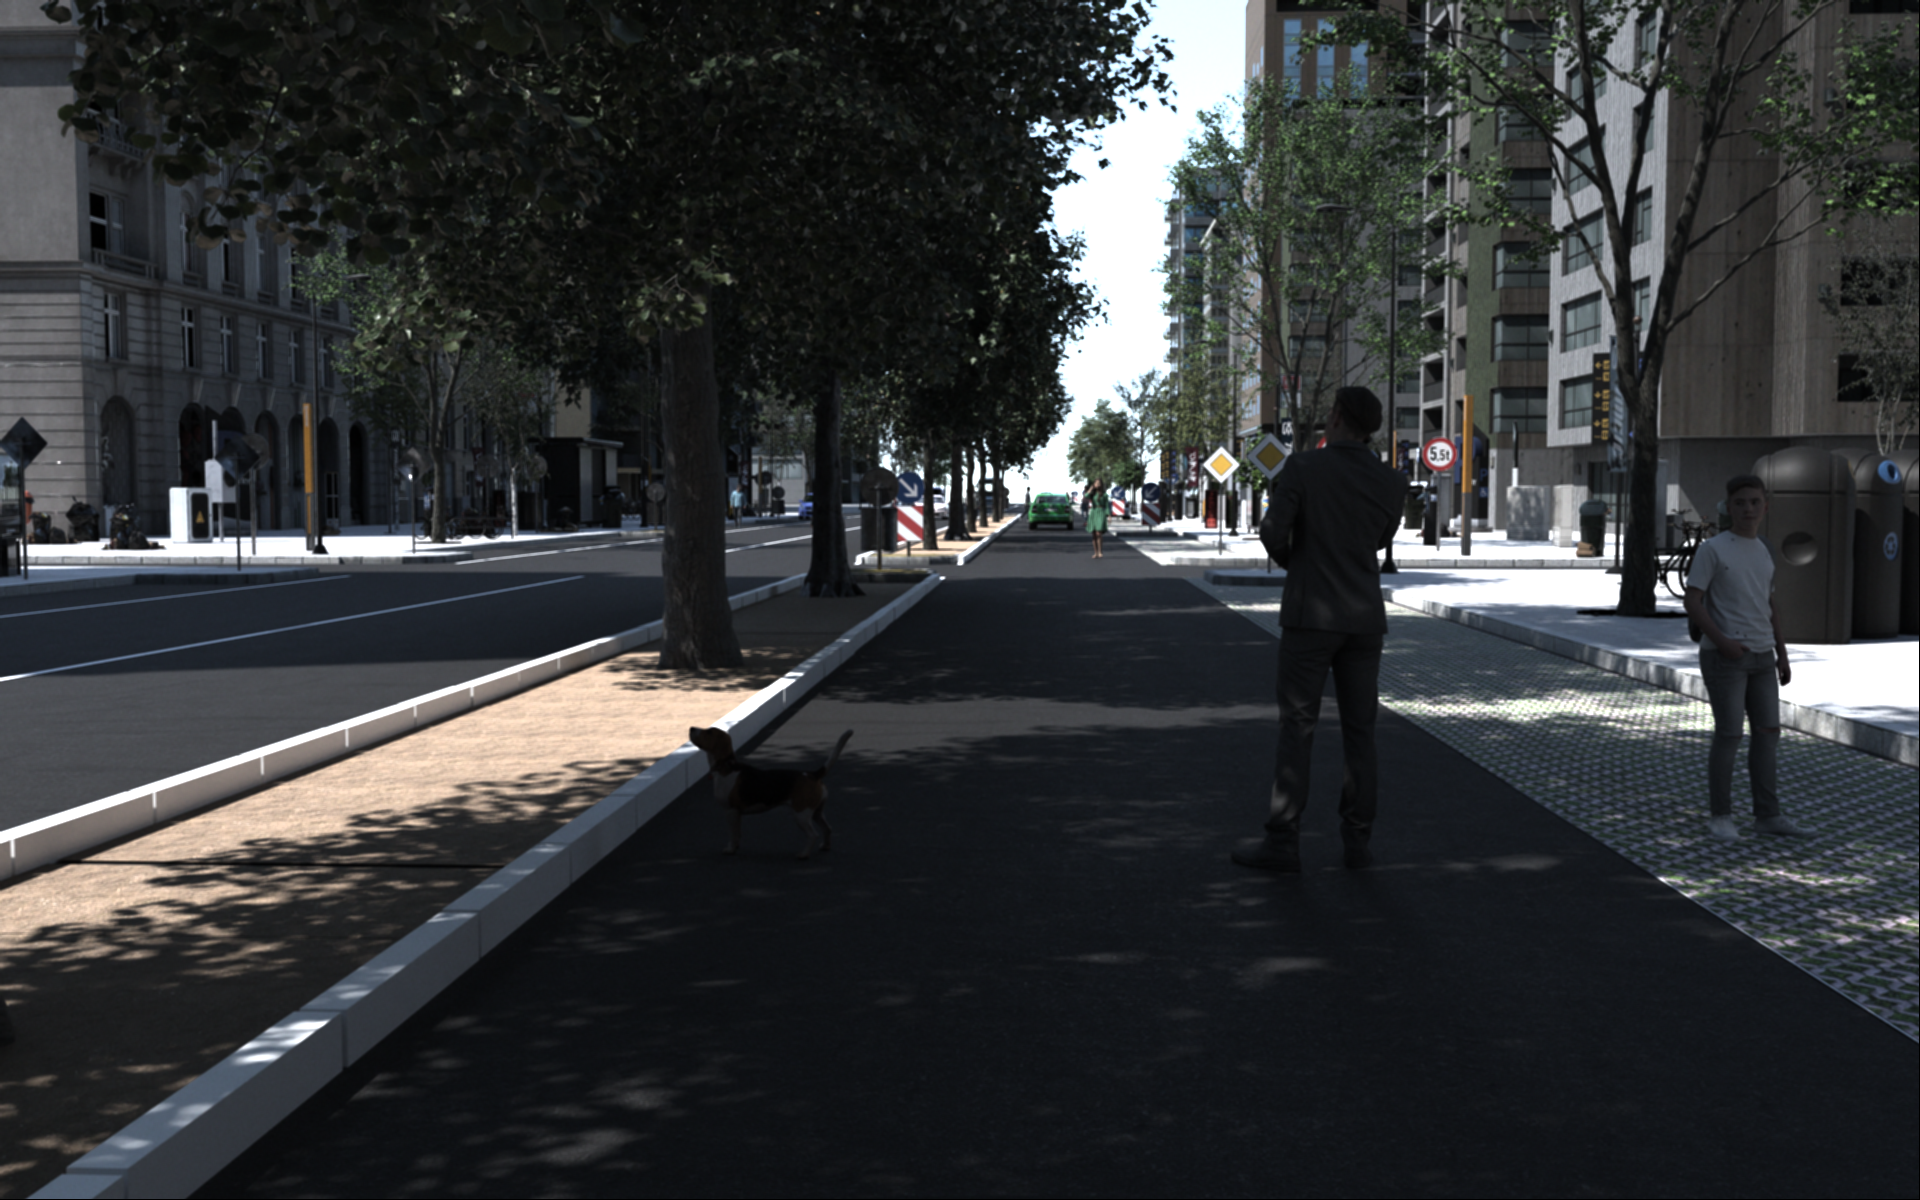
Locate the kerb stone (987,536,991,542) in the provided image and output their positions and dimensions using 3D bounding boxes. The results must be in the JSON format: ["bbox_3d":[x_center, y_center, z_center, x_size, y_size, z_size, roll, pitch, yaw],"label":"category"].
[{"bbox_3d":[0.733,-1.666,49.429,0.120,0.150,1.000,0,4,3],"label":"kerb stone"}]

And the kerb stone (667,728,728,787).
[{"bbox_3d":[-1.358,0.815,8.913,0.120,0.150,1.000,0,4,3],"label":"kerb stone"}]

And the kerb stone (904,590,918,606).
[{"bbox_3d":[-0.667,0.001,22.223,0.120,0.150,1.000,0,4,3],"label":"kerb stone"}]

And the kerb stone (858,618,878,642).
[{"bbox_3d":[-0.940,0.311,17.113,0.120,0.150,1.000,0,4,3],"label":"kerb stone"}]

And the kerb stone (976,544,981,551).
[{"bbox_3d":[0.365,-1.223,42.259,0.120,0.150,1.000,0,4,3],"label":"kerb stone"}]

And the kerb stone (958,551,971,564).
[{"bbox_3d":[0.098,-0.910,37.115,0.120,0.150,1.000,0,4,3],"label":"kerb stone"}]

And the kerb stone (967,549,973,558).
[{"bbox_3d":[0.156,-0.975,38.140,0.120,0.150,1.000,0,4,3],"label":"kerb stone"}]

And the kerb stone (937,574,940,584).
[{"bbox_3d":[-0.406,-0.315,27.342,0.120,0.150,1.000,0,4,3],"label":"kerb stone"}]

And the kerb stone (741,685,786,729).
[{"bbox_3d":[-1.251,0.687,10.961,0.120,0.150,1.000,0,4,3],"label":"kerb stone"}]

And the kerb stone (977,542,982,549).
[{"bbox_3d":[0.419,-1.290,43.283,0.120,0.150,1.000,0,4,3],"label":"kerb stone"}]

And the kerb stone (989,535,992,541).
[{"bbox_3d":[0.778,-1.728,50.451,0.120,0.150,1.000,0,4,3],"label":"kerb stone"}]

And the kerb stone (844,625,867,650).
[{"bbox_3d":[-0.997,0.373,16.092,0.120,0.150,1.000,0,4,3],"label":"kerb stone"}]

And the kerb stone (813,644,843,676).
[{"bbox_3d":[-1.090,0.498,14.049,0.120,0.150,1.000,0,4,3],"label":"kerb stone"}]

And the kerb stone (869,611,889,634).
[{"bbox_3d":[-0.877,0.248,18.133,0.120,0.150,1.000,0,4,3],"label":"kerb stone"}]

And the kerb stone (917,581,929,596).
[{"bbox_3d":[-0.570,-0.127,24.274,0.120,0.150,1.000,0,4,3],"label":"kerb stone"}]

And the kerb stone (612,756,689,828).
[{"bbox_3d":[-1.413,0.875,7.892,0.120,0.150,1.000,0,4,3],"label":"kerb stone"}]

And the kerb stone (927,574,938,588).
[{"bbox_3d":[-0.462,-0.252,26.321,0.120,0.150,1.000,0,4,3],"label":"kerb stone"}]

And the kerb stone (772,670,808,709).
[{"bbox_3d":[-1.196,0.628,11.989,0.120,0.150,1.000,0,4,3],"label":"kerb stone"}]

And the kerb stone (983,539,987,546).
[{"bbox_3d":[0.568,-1.478,46.358,0.120,0.150,1.000,0,4,3],"label":"kerb stone"}]

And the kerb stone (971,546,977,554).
[{"bbox_3d":[0.256,-1.101,40.202,0.120,0.150,1.000,0,4,3],"label":"kerb stone"}]

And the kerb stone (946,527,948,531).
[{"bbox_3d":[-0.631,-2.542,63.800,0.120,0.150,1.000,0,4,3],"label":"kerb stone"}]

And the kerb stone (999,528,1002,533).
[{"bbox_3d":[1.315,-2.354,60.680,0.120,0.150,1.000,0,4,3],"label":"kerb stone"}]

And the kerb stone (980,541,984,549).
[{"bbox_3d":[0.469,-1.352,44.303,0.120,0.150,1.000,0,4,3],"label":"kerb stone"}]

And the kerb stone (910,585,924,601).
[{"bbox_3d":[-0.613,-0.065,23.252,0.120,0.150,1.000,0,4,3],"label":"kerb stone"}]

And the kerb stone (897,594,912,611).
[{"bbox_3d":[-0.722,0.061,21.202,0.120,0.150,1.000,0,4,3],"label":"kerb stone"}]

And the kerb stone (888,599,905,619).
[{"bbox_3d":[-0.773,0.123,20.181,0.120,0.150,1.000,0,4,3],"label":"kerb stone"}]

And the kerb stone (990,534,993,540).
[{"bbox_3d":[0.836,-1.791,51.472,0.120,0.150,1.000,0,4,3],"label":"kerb stone"}]

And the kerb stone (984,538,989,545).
[{"bbox_3d":[0.635,-1.536,47.378,0.120,0.150,1.000,0,4,3],"label":"kerb stone"}]

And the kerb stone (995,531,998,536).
[{"bbox_3d":[1.049,-2.037,55.556,0.120,0.150,1.000,0,4,3],"label":"kerb stone"}]

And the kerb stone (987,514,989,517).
[{"bbox_3d":[1.740,-5.358,109.878,0.120,0.150,1.000,0,4,3],"label":"kerb stone"}]

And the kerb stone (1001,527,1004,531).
[{"bbox_3d":[1.420,-2.473,62.734,0.120,0.150,1.000,0,4,3],"label":"kerb stone"}]

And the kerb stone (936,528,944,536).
[{"bbox_3d":[-0.737,-2.420,61.758,0.120,0.150,1.000,0,4,3],"label":"kerb stone"}]

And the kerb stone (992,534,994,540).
[{"bbox_3d":[0.890,-1.849,52.493,0.120,0.150,1.000,0,4,3],"label":"kerb stone"}]

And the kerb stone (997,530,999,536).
[{"bbox_3d":[1.152,-2.158,57.602,0.120,0.150,1.000,0,4,3],"label":"kerb stone"}]

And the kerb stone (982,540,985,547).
[{"bbox_3d":[0.521,-1.415,45.330,0.120,0.150,1.000,0,4,3],"label":"kerb stone"}]

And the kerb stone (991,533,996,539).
[{"bbox_3d":[0.944,-1.915,53.513,0.120,0.150,1.000,0,4,3],"label":"kerb stone"}]

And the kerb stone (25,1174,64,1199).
[{"bbox_3d":[-1.662,1.190,2.774,0.120,0.150,1.000,0,4,3],"label":"kerb stone"}]

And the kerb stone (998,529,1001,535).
[{"bbox_3d":[1.214,-2.225,58.635,0.120,0.150,1.000,0,4,3],"label":"kerb stone"}]

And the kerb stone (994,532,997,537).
[{"bbox_3d":[0.997,-1.978,54.535,0.120,0.150,1.000,0,4,3],"label":"kerb stone"}]

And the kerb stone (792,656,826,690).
[{"bbox_3d":[-1.148,0.561,13.020,0.120,0.150,1.000,0,4,3],"label":"kerb stone"}]

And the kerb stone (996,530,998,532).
[{"bbox_3d":[1.096,-2.103,56.577,0.120,0.150,1.000,0,4,3],"label":"kerb stone"}]

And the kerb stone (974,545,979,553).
[{"bbox_3d":[0.310,-1.164,41.224,0.120,0.150,1.000,0,4,3],"label":"kerb stone"}]

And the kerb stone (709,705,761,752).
[{"bbox_3d":[-1.299,0.750,9.934,0.120,0.150,1.000,0,4,3],"label":"kerb stone"}]

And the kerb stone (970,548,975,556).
[{"bbox_3d":[0.210,-1.034,39.173,0.120,0.150,1.000,0,4,3],"label":"kerb stone"}]

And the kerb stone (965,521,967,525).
[{"bbox_3d":[0.427,-3.798,84.289,0.120,0.150,1.000,0,4,3],"label":"kerb stone"}]

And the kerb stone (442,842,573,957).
[{"bbox_3d":[-1.513,1.000,5.846,0.120,0.150,1.000,0,4,3],"label":"kerb stone"}]

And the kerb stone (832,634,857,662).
[{"bbox_3d":[-1.034,0.438,15.070,0.120,0.150,1.000,0,4,3],"label":"kerb stone"}]

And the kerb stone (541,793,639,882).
[{"bbox_3d":[-1.462,0.938,6.867,0.120,0.150,1.000,0,4,3],"label":"kerb stone"}]

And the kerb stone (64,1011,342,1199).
[{"bbox_3d":[-1.620,1.127,3.804,0.120,0.150,1.000,0,4,3],"label":"kerb stone"}]

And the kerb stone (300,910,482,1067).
[{"bbox_3d":[-1.564,1.065,4.825,0.120,0.150,1.000,0,4,3],"label":"kerb stone"}]

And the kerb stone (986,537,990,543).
[{"bbox_3d":[0.682,-1.599,48.409,0.120,0.150,1.000,0,4,3],"label":"kerb stone"}]

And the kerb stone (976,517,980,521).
[{"bbox_3d":[1.113,-4.607,97.595,0.120,0.150,1.000,0,4,3],"label":"kerb stone"}]

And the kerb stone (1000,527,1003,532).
[{"bbox_3d":[1.363,-2.417,61.713,0.120,0.150,1.000,0,4,3],"label":"kerb stone"}]

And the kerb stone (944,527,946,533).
[{"bbox_3d":[-0.687,-2.477,62.780,0.120,0.150,1.000,0,4,3],"label":"kerb stone"}]

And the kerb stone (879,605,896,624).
[{"bbox_3d":[-0.835,0.187,19.155,0.120,0.150,1.000,0,4,3],"label":"kerb stone"}]

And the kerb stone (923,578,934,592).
[{"bbox_3d":[-0.513,-0.182,25.301,0.120,0.150,1.000,0,4,3],"label":"kerb stone"}]
